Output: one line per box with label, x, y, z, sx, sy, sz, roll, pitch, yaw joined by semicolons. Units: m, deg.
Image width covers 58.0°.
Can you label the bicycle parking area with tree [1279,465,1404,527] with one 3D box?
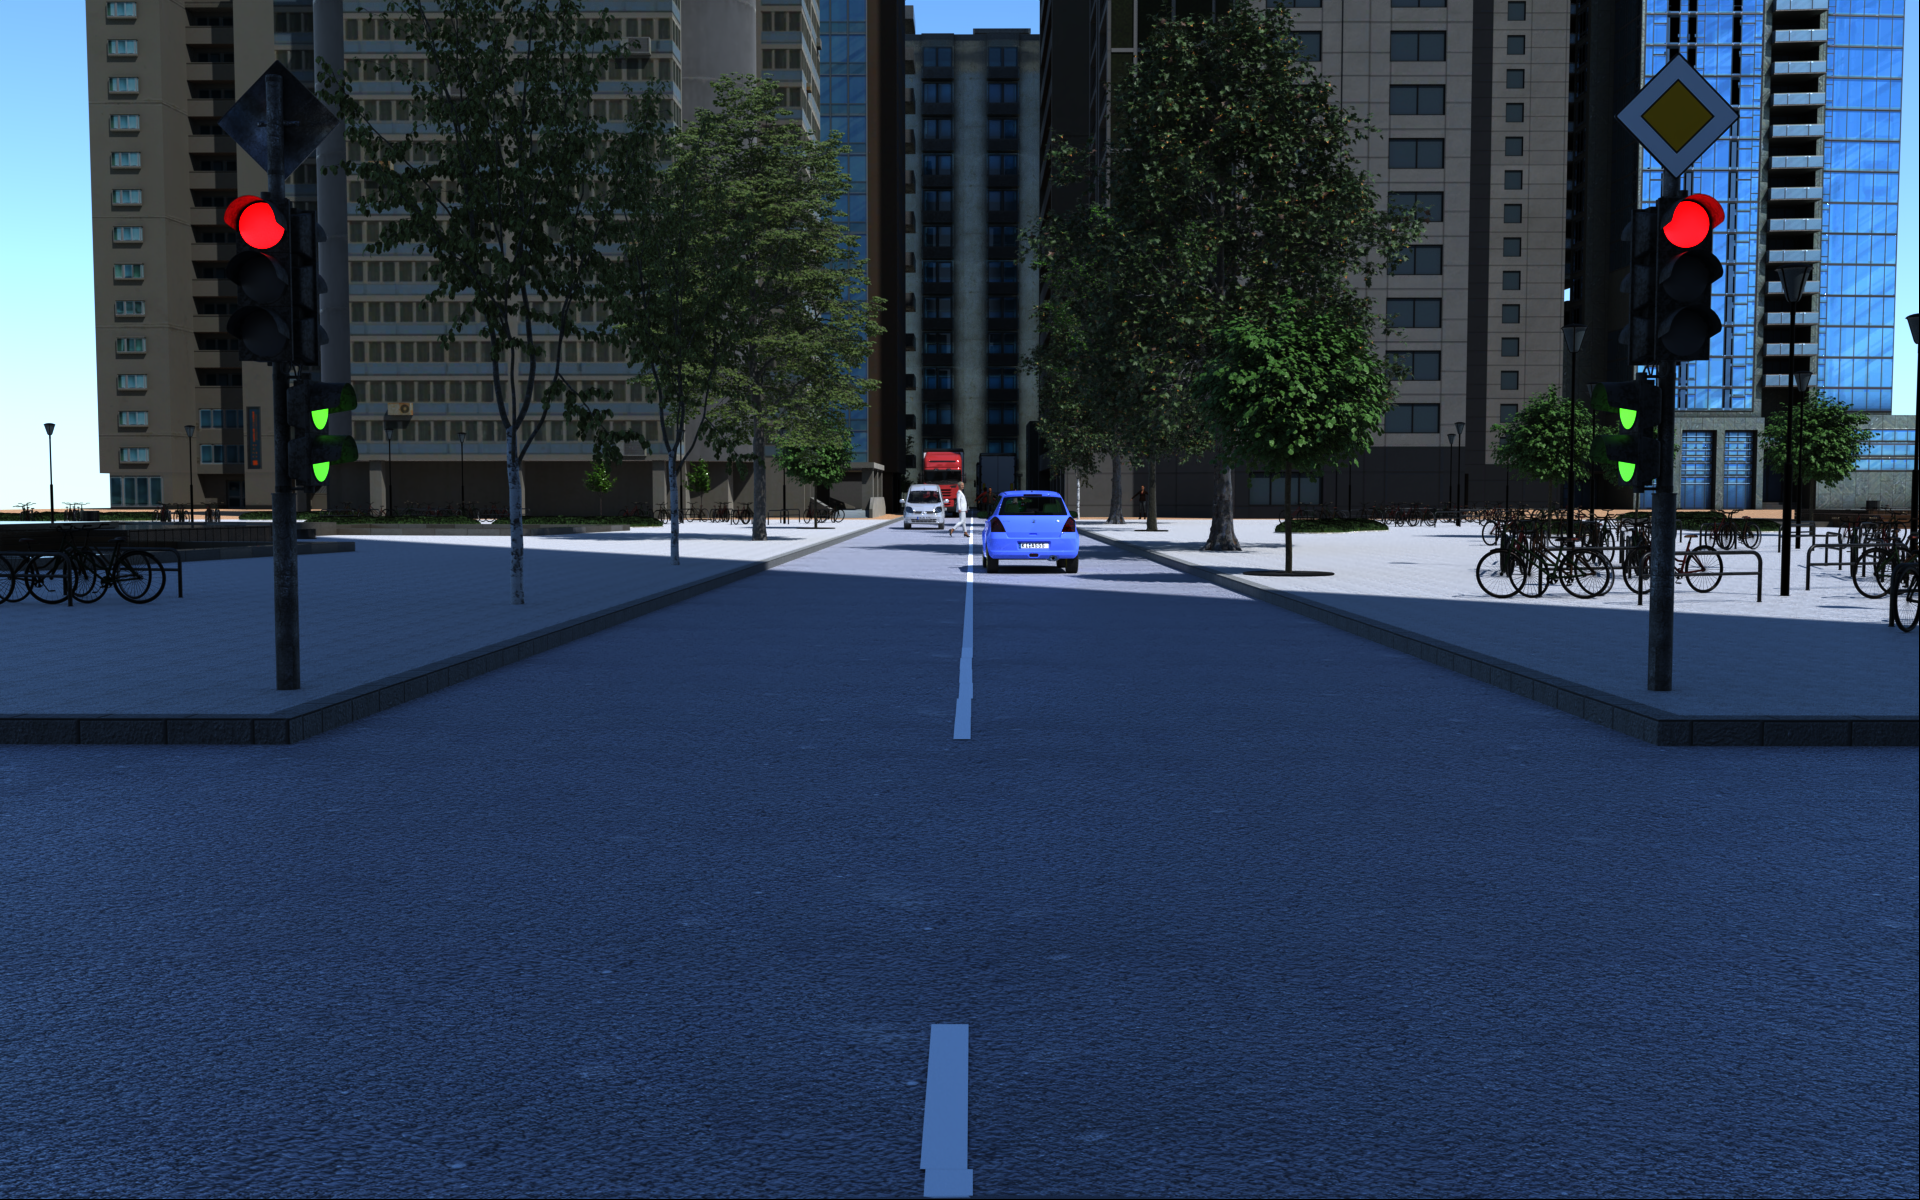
bicycle parking area with tree;18.317;-5.145;71.131;9.016;4.147;8.231;-2;4;-29

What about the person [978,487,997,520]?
person;1.688;-5.431;97.319;1.348;1.821;0.705;0;4;3

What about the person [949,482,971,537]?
person;-0.015;-2.992;57.297;0.818;1.842;0.514;-1;4;-14

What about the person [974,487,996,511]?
person;1.474;-5.644;100.736;1.348;1.831;0.705;0;4;4

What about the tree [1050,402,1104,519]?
tree;6.213;-8.375;87.287;4.360;8.622;3.978;0;3;0

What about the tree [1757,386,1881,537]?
tree;26.054;-4.219;52.691;4.285;4.588;4.351;0;3;0

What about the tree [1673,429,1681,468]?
tree;26.611;-5.166;68.183;4.285;4.588;4.351;0;3;0

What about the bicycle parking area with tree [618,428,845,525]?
bicycle parking area with tree;-9.911;-5.450;76.107;8.231;4.147;9.016;3;4;36

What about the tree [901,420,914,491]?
tree;-5.133;-10.927;129.015;4.737;8.622;4.395;0;3;0

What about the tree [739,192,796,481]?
tree;-5.087;-4.924;30.873;4.737;8.622;4.395;0;3;0

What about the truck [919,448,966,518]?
truck;-1.007;-7.323;108.637;2.839;4.237;11.283;0;4;0

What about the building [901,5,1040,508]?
building;4.213;-34.346;181.166;30.456;49.044;23.786;0;4;0

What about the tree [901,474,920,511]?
tree;-4.325;-8.446;132.692;1.663;3.219;1.824;0;3;0

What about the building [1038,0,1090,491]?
building;16.537;-30.344;119.819;21.300;48.544;21.600;0;4;0

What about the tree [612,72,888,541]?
tree;-5.887;-7.923;47.672;7.486;12.596;7.792;0;3;0

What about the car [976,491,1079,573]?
car;1.288;-1.412;32.672;1.945;1.707;3.694;0;4;-1

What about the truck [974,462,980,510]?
truck;2.717;-10.340;157.967;2.839;4.237;11.283;0;3;0

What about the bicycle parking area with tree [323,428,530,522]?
bicycle parking area with tree;-24.216;-5.591;78.412;9.016;4.147;8.231;2;4;33

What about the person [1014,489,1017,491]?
person;3.098;-5.385;97.259;1.217;1.735;0.721;0;4;3

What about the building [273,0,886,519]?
building;-20.723;-24.856;98.278;32.217;40.220;23.993;0;4;0

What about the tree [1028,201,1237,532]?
tree;6.428;-8.161;59.184;9.928;11.665;9.643;0;3;0

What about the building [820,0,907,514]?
building;-10.884;-28.596;117.658;14.600;45.320;14.200;0;4;0

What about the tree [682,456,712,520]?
tree;-12.654;-5.536;85.116;1.663;3.219;1.824;0;3;0

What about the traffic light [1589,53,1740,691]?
traffic light;4.560;-1.364;11.222;0.839;4.253;0.868;0;4;0

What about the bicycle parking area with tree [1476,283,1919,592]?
bicycle parking area with tree;12.908;-2.546;28.633;8.231;4.147;9.016;2;4;33

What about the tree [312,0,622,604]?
tree;-5.130;-4.241;19.705;4.737;8.622;4.395;0;3;0

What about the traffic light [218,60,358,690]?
traffic light;-4.401;-1.367;11.273;0.839;4.253;0.868;0;4;0

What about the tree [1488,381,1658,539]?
tree;17.262;-4.078;50.395;4.285;4.588;4.351;0;3;0

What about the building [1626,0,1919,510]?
building;65.631;-51.172;149.327;31.000;86.520;22.319;0;4;0

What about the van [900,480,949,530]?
van;-1.461;-3.933;71.314;2.013;2.044;4.112;0;4;0

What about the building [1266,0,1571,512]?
building;39.356;-43.586;150.883;20.611;71.187;20.563;0;4;0

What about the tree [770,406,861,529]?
tree;-5.263;-4.917;64.101;4.285;4.588;4.351;0;3;0

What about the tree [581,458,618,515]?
tree;-16.511;-5.230;80.107;1.663;3.219;1.824;0;3;0

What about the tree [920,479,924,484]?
tree;-3.581;-10.347;163.775;1.663;3.219;1.824;0;3;0

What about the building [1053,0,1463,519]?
building;16.040;-40.356;98.065;20.563;71.187;20.611;0;4;0

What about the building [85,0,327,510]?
building;-60.442;-32.308;151.930;21.600;48.544;21.300;0;4;0

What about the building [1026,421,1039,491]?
building;17.259;-50.916;145.148;22.319;86.520;31.000;0;4;0

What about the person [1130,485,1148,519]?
person;9.248;-4.956;87.904;1.217;1.723;0.721;1;4;17

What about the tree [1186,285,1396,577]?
tree;5.248;-2.683;27.575;4.285;4.588;4.351;0;3;0

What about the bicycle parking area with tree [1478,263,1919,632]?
bicycle parking area with tree;11.127;-1.973;19.258;9.016;4.147;8.231;0;4;-7

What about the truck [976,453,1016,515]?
truck;2.601;-8.232;123.500;2.839;4.237;11.283;0;4;0

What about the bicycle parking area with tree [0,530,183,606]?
bicycle parking area with tree;-13.428;-1.945;18.806;9.016;4.147;8.231;2;4;30

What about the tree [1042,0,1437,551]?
tree;5.991;-7.482;39.343;9.611;12.733;9.660;0;3;0
